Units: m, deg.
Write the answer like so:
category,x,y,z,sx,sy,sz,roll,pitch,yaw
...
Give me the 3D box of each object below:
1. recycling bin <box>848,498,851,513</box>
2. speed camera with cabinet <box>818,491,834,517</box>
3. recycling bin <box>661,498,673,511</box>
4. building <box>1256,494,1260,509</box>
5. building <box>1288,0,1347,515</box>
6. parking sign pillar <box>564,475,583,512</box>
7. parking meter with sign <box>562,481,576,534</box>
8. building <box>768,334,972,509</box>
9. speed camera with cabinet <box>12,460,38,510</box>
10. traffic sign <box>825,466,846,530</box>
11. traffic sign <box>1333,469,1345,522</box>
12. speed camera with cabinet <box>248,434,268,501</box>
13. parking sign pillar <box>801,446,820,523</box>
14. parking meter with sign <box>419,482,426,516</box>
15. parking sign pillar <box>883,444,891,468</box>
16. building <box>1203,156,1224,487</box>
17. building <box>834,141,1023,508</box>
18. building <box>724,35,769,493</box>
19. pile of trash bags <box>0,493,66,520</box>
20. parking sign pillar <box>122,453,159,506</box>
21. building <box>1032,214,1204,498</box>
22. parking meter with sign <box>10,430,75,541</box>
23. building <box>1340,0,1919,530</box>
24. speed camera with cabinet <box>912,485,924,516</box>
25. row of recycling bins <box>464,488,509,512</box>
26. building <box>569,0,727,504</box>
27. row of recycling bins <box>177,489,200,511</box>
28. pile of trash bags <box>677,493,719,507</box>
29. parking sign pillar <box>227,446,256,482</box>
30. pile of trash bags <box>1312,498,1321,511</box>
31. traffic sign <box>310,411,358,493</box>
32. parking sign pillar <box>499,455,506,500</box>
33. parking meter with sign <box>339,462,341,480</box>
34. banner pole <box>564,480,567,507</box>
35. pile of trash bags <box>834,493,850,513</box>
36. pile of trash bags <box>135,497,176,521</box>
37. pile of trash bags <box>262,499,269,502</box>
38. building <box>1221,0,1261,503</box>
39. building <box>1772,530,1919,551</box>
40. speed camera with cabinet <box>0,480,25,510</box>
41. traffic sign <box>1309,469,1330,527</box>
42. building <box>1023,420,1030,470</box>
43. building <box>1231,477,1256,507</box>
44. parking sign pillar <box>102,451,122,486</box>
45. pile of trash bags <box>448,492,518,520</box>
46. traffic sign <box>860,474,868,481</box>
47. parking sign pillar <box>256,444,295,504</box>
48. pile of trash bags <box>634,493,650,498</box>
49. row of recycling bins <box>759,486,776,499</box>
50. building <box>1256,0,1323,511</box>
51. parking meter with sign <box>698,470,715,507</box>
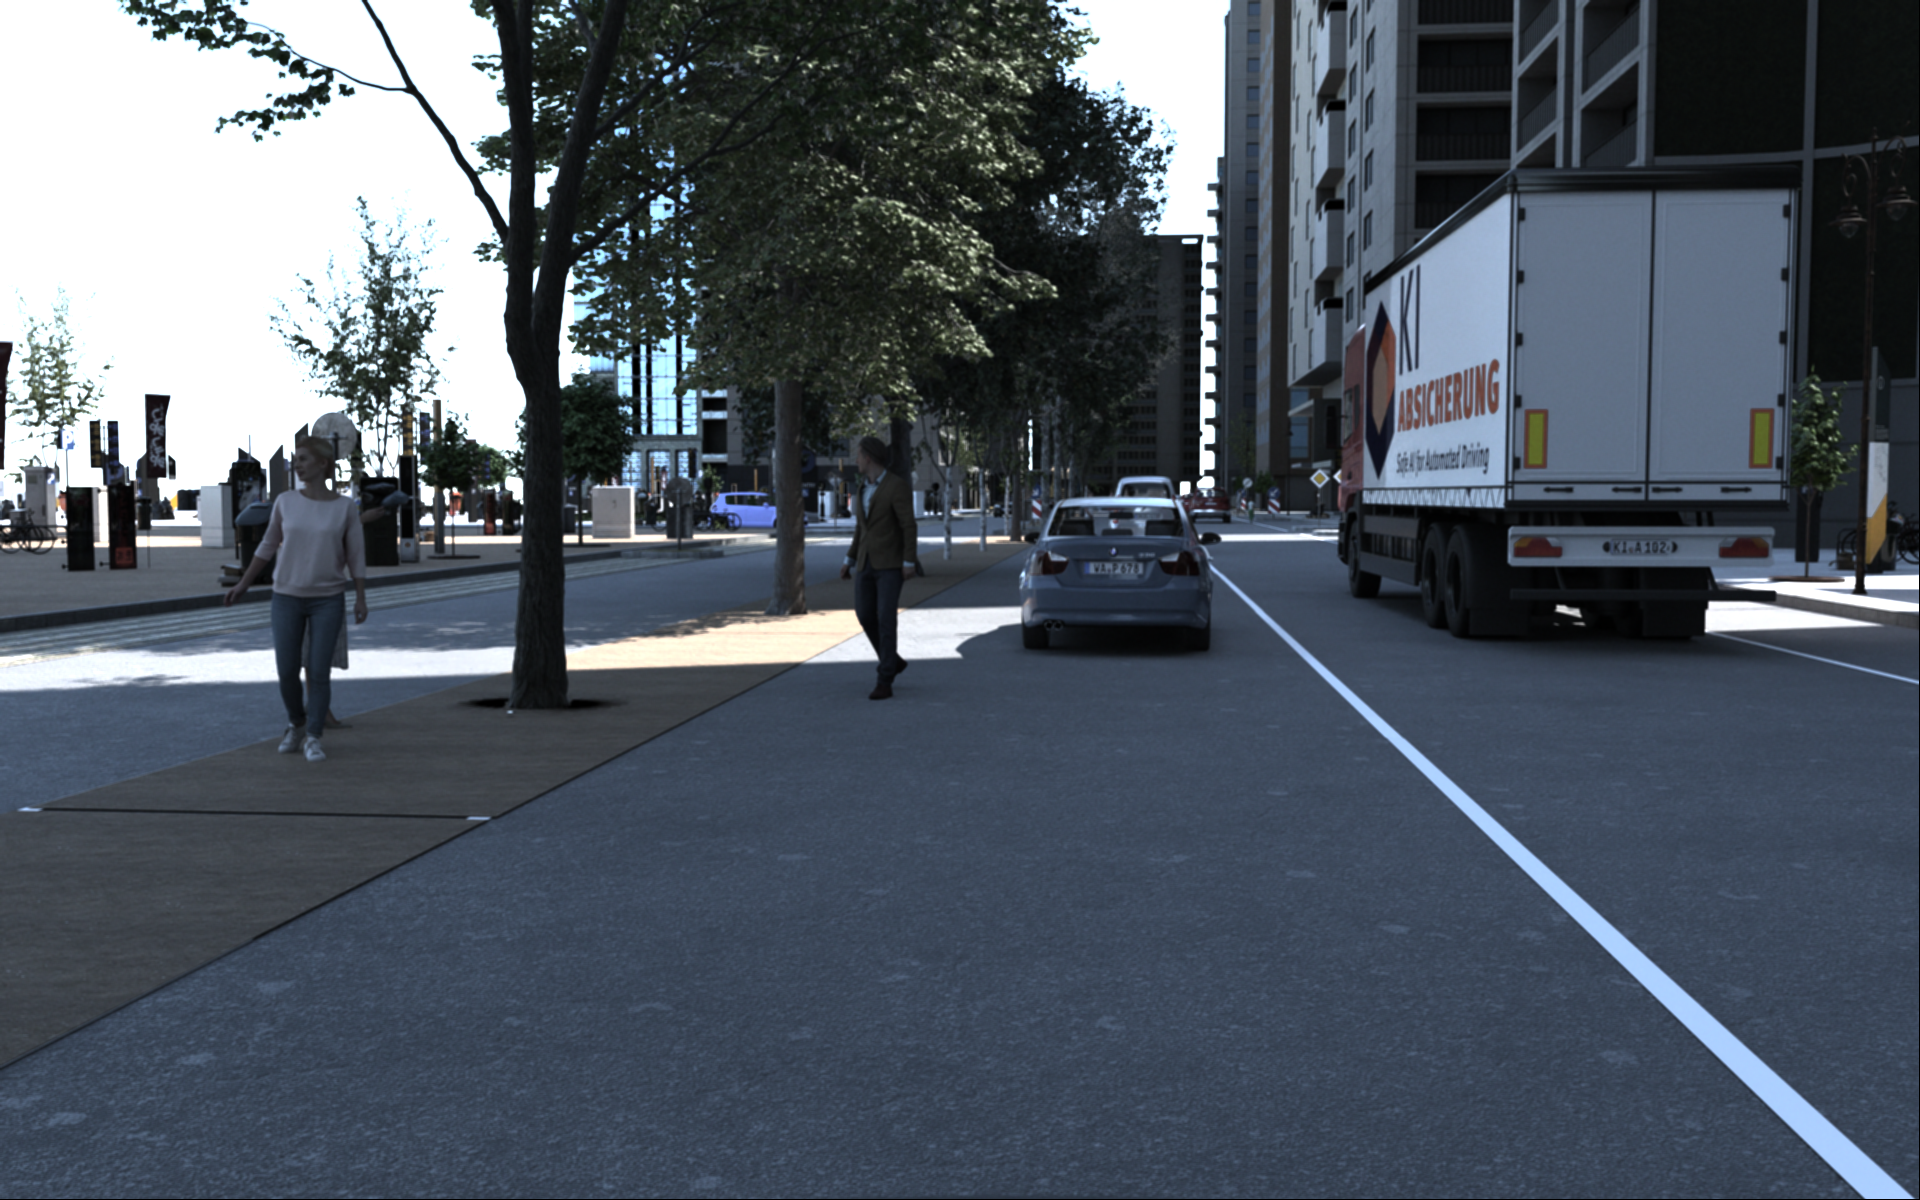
category,x,y,z,sx,sy,sz,roll,pitch,yaw
recycling bin,-7.427,-6.459,118.152,0.722,1.027,0.722,1,4,13
speed camera with cabinet,-8.224,-6.381,98.673,2.038,3.252,0.660,1,4,17
recycling bin,-21.159,-6.869,124.858,0.722,1.027,0.722,1,4,9
building,33.975,-28.949,156.912,14.154,41.232,14.086,0,4,6
building,34.711,-31.518,104.559,28.713,52.752,27.495,0,4,6
parking sign pillar,-27.984,-8.359,125.149,1.447,3.967,1.447,2,4,30
parking meter with sign,-13.158,-3.660,56.099,0.543,3.016,1.738,2,4,25
building,-7.017,-45.075,175.231,20.563,71.187,20.611,0,4,6
speed camera with cabinet,-54.655,-6.565,101.670,2.038,3.252,0.660,3,4,38
traffic sign,-4.446,-3.558,61.819,0.795,2.450,0.064,0,4,6
traffic sign,13.308,-3.449,60.027,0.795,2.450,0.064,0,4,6
speed camera with cabinet,-23.543,-3.785,56.217,0.660,3.252,2.038,2,4,35
parking sign pillar,-6.924,-5.373,76.326,1.447,3.967,1.447,-2,4,-28
parking meter with sign,-31.313,-6.320,99.598,1.738,3.016,0.543,3,5,44
parking sign pillar,-4.113,-6.181,89.527,1.447,3.967,1.447,-1,4,-18
building,48.721,-37.727,236.445,30.456,49.044,23.786,0,4,6
building,-3.102,-47.149,209.142,20.611,71.187,20.563,0,4,6
building,-8.666,-43.821,154.721,20.563,71.187,20.611,0,4,6
pile of trash bags,-46.426,-4.713,86.804,3.447,1.369,1.912,-1,4,-20
parking sign pillar,-42.238,-6.207,89.949,1.447,3.967,1.447,1,4,12
building,22.005,-33.717,243.153,23.993,40.220,32.217,0,4,6
parking meter with sign,-25.128,-3.123,47.326,1.738,3.016,0.543,1,4,10
building,28.671,-38.992,75.772,20.611,71.187,20.563,0,4,6
speed camera with cabinet,-2.829,-6.616,102.507,0.660,3.252,2.038,-2,4,-30
row of recycling bins,-33.487,-7.069,122.698,3.534,1.692,1.069,1,4,10
building,-41.418,-56.939,243.626,31.000,86.520,22.319,0,4,6
row of recycling bins,-59.588,-7.810,134.812,1.069,1.692,3.534,1,4,17
pile of trash bags,-20.210,-7.553,133.246,3.447,1.369,1.912,0,4,2
parking sign pillar,-39.924,-6.653,97.242,1.447,3.967,1.447,0,4,3
pile of trash bags,27.000,-7.076,125.447,1.912,1.369,3.447,-1,4,-21
traffic sign,-9.661,-1.628,26.723,0.768,2.556,0.104,0,4,8
parking sign pillar,-31.313,-7.956,118.551,1.447,3.967,1.447,-1,4,-12
parking meter with sign,-33.337,-6.077,95.613,1.738,3.016,0.543,-1,4,-14
banner pole,-32.474,-9.258,141.382,0.401,3.779,0.863,3,5,41
pile of trash bags,-8.371,-6.274,112.327,1.912,1.369,3.447,3,5,39
pile of trash bags,-40.213,-4.593,84.848,3.447,1.369,1.912,1,4,12
pile of trash bags,-55.395,-7.709,135.799,1.912,1.369,3.447,0,4,-1
building,41.109,-40.317,201.188,21.231,58.520,28.212,0,4,6
building,24.594,-36.993,43.091,20.563,71.187,20.611,0,4,6
speed camera with cabinet,-60.510,-7.094,110.317,2.038,3.252,0.660,-3,5,-41
traffic sign,14.103,-3.935,67.972,0.795,2.450,0.064,0,4,6
building,2.152,-35.858,236.393,14.200,45.320,14.600,0,4,6
building,44.194,-29.550,175.022,32.217,40.220,23.993,0,4,6
parking sign pillar,-52.964,-7.339,108.460,1.447,3.967,1.447,-3,4,-38
pile of trash bags,-23.726,-4.682,86.300,3.447,1.369,1.912,-2,4,-32
traffic sign,-3.650,-4.044,69.764,0.795,2.450,0.064,0,4,6
parking sign pillar,-36.634,-6.404,93.171,1.447,3.967,1.447,3,4,37
pile of trash bags,-24.464,-7.618,134.307,1.912,1.369,3.447,-1,4,-22
row of recycling bins,-8.729,-4.876,86.829,3.534,1.692,1.069,3,5,39
building,30.589,-29.604,134.134,14.600,45.320,14.200,0,4,6
parking meter with sign,-18.429,-8.014,127.290,0.543,3.016,1.738,2,4,32
